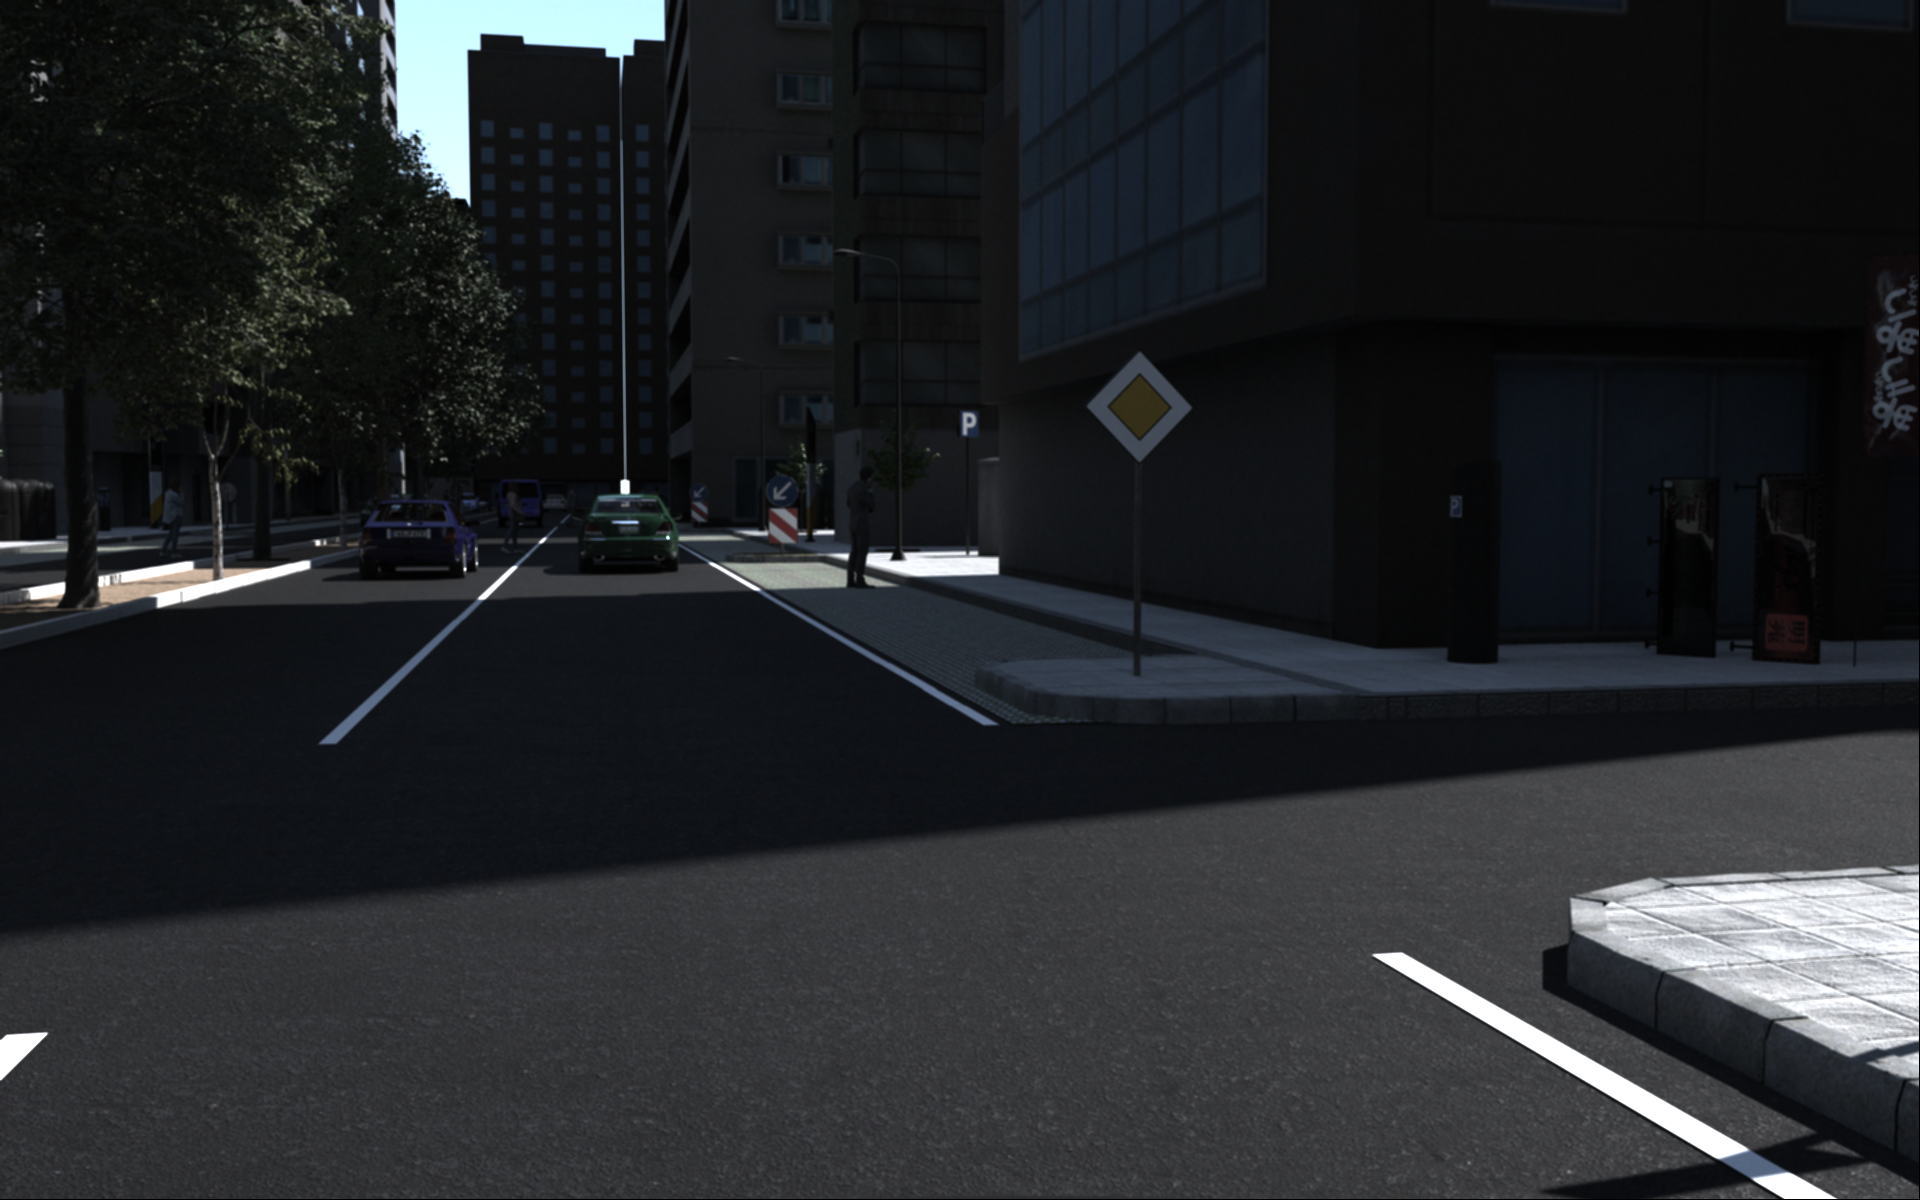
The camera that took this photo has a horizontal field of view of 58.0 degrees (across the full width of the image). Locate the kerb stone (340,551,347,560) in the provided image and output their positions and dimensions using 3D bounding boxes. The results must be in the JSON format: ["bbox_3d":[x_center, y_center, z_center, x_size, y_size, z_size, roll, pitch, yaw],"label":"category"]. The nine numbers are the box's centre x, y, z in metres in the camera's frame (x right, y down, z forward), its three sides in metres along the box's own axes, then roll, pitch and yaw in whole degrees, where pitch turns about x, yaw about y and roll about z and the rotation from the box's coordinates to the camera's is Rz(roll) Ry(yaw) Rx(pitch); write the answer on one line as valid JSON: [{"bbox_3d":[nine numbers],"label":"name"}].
[{"bbox_3d":[-13.451,-0.932,37.441,0.120,0.150,1.000,-1,4,-12],"label":"kerb stone"}]

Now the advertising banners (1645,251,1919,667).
[{"bbox_3d":[6.271,-1.036,13.129,2.074,3.025,0.090,3,5,44],"label":"advertising banners"}]

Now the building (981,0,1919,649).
[{"bbox_3d":[8.648,-22.669,20.745,14.200,45.320,14.600,-1,4,-12],"label":"building"}]

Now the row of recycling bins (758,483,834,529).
[{"bbox_3d":[-5.728,-3.445,63.432,3.534,1.692,1.069,1,4,15],"label":"row of recycling bins"}]

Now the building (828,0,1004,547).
[{"bbox_3d":[3.044,-16.977,49.284,14.160,30.474,14.107,-1,4,-12],"label":"building"}]

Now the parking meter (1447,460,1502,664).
[{"bbox_3d":[3.926,-0.294,13.222,0.372,1.533,0.369,0,3,0],"label":"parking meter"}]

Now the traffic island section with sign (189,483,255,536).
[{"bbox_3d":[-25.233,-3.113,59.527,1.989,1.847,2.006,-1,4,-12],"label":"traffic island section with sign"}]

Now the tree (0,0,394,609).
[{"bbox_3d":[-11.196,-6.186,21.722,7.486,12.596,7.792,0,3,0],"label":"tree"}]

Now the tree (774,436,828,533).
[{"bbox_3d":[-5.429,-3.862,57.747,1.663,3.219,1.824,0,3,0],"label":"tree"}]

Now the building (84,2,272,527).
[{"bbox_3d":[-36.722,-18.223,69.653,14.160,30.474,14.107,-1,4,-12],"label":"building"}]

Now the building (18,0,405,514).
[{"bbox_3d":[-60.807,-36.637,141.014,28.212,58.520,21.231,-1,4,-12],"label":"building"}]

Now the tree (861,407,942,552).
[{"bbox_3d":[-1.465,-2.693,38.639,1.663,3.219,1.824,0,3,0],"label":"tree"}]

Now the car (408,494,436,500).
[{"bbox_3d":[-31.352,-5.544,100.865,2.015,1.641,3.980,-1,4,-10],"label":"car"}]

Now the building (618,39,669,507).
[{"bbox_3d":[-26.770,-32.130,175.437,14.200,45.320,14.600,-1,4,-12],"label":"building"}]

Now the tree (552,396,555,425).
[{"bbox_3d":[-19.500,-8.719,62.026,9.611,12.733,9.660,0,3,0],"label":"tree"}]

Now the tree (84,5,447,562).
[{"bbox_3d":[-14.801,-6.630,36.616,9.928,11.665,9.643,0,3,0],"label":"tree"}]

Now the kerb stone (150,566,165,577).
[{"bbox_3d":[-14.008,-0.477,29.996,0.120,0.150,1.000,-1,4,-12],"label":"kerb stone"}]

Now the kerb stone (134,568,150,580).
[{"bbox_3d":[-13.795,-0.415,28.996,0.120,0.150,1.000,-1,4,-12],"label":"kerb stone"}]

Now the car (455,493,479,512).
[{"bbox_3d":[-39.687,-7.945,139.490,1.945,1.707,3.694,-1,4,-12],"label":"car"}]

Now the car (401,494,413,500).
[{"bbox_3d":[-38.174,-6.753,119.215,1.959,1.807,4.718,-1,4,-13],"label":"car"}]

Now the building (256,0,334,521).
[{"bbox_3d":[-45.840,-28.529,90.158,21.300,48.544,21.600,-1,4,-12],"label":"building"}]

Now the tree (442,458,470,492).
[{"bbox_3d":[-21.287,-7.118,69.194,4.737,8.622,4.395,0,3,0],"label":"tree"}]

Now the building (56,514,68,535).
[{"bbox_3d":[-36.115,-30.408,39.172,21.231,58.520,28.212,-1,4,-12],"label":"building"}]

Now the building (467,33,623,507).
[{"bbox_3d":[-41.133,-32.008,173.434,14.200,45.320,14.600,-1,4,-12],"label":"building"}]

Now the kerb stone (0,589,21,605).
[{"bbox_3d":[-12.511,-0.047,22.963,0.120,0.150,1.000,-1,4,-12],"label":"kerb stone"}]

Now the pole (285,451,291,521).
[{"bbox_3d":[-31.951,-5.411,82.313,0.158,3.312,0.155,0,3,0],"label":"pole"}]

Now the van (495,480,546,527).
[{"bbox_3d":[-19.438,-4.418,76.619,2.240,2.365,5.245,-1,4,-14],"label":"van"}]

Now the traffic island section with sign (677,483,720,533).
[{"bbox_3d":[-9.866,-3.417,64.499,1.989,1.847,2.006,-1,4,-12],"label":"traffic island section with sign"}]

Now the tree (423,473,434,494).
[{"bbox_3d":[-48.714,-9.970,157.606,1.663,3.219,1.824,0,3,0],"label":"tree"}]

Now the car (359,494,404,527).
[{"bbox_3d":[-25.747,-4.028,77.660,2.131,1.459,4.920,-1,4,-12],"label":"car"}]

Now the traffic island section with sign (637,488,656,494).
[{"bbox_3d":[-25.566,-7.936,138.380,1.989,1.847,2.006,-1,4,-12],"label":"traffic island section with sign"}]

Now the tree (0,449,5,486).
[{"bbox_3d":[-33.800,-4.048,60.781,1.663,3.219,1.824,0,3,0],"label":"tree"}]

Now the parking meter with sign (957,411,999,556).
[{"bbox_3d":[0.730,-2.422,35.856,0.543,3.016,1.738,-3,5,-43],"label":"parking meter with sign"}]

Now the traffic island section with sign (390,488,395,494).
[{"bbox_3d":[-35.686,-6.122,108.716,1.989,1.847,2.006,-1,4,-12],"label":"traffic island section with sign"}]

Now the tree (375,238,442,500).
[{"bbox_3d":[-15.994,-5.620,44.713,4.737,8.622,4.395,0,3,0],"label":"tree"}]

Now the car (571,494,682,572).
[{"bbox_3d":[-6.386,-1.314,33.280,2.131,1.459,4.920,-1,4,-11],"label":"car"}]

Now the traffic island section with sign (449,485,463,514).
[{"bbox_3d":[-24.274,-4.597,83.290,2.006,1.907,1.989,-1,4,-12],"label":"traffic island section with sign"}]

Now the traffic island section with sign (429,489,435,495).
[{"bbox_3d":[-41.374,-7.757,135.450,1.989,1.847,2.006,-1,4,-12],"label":"traffic island section with sign"}]

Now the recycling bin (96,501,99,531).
[{"bbox_3d":[-30.537,-2.971,61.131,0.722,1.027,0.722,-1,4,-17],"label":"recycling bin"}]

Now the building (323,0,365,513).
[{"bbox_3d":[-52.207,-30.321,115.352,23.786,49.044,30.456,-1,4,-12],"label":"building"}]

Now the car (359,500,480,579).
[{"bbox_3d":[-9.534,-1.106,30.665,1.945,1.354,3.894,-1,4,-11],"label":"car"}]

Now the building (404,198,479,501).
[{"bbox_3d":[-54.768,-24.359,169.966,14.107,30.474,14.160,-1,4,-12],"label":"building"}]

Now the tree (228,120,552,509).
[{"bbox_3d":[-17.567,-8.131,52.413,9.611,12.733,9.660,0,3,0],"label":"tree"}]

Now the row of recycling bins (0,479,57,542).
[{"bbox_3d":[-26.120,-2.518,48.276,1.069,1.692,3.534,-1,4,-9],"label":"row of recycling bins"}]

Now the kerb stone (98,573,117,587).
[{"bbox_3d":[-13.376,-0.291,26.983,0.120,0.150,1.000,-1,4,-12],"label":"kerb stone"}]

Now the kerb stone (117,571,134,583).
[{"bbox_3d":[-13.578,-0.353,27.990,0.120,0.150,1.000,-1,4,-12],"label":"kerb stone"}]

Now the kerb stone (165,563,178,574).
[{"bbox_3d":[-14.221,-0.534,30.999,0.120,0.150,1.000,-1,4,-12],"label":"kerb stone"}]

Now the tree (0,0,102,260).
[{"bbox_3d":[-9.970,-3.829,15.430,4.360,8.622,3.978,0,3,0],"label":"tree"}]

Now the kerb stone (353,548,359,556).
[{"bbox_3d":[-13.878,-1.055,39.440,0.120,0.150,1.000,-1,4,-12],"label":"kerb stone"}]

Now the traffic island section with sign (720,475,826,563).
[{"bbox_3d":[-3.953,-1.720,36.756,1.989,1.847,2.006,-1,4,-12],"label":"traffic island section with sign"}]

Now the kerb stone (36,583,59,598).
[{"bbox_3d":[-12.724,-0.104,23.964,0.120,0.150,1.000,-1,4,-12],"label":"kerb stone"}]

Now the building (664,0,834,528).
[{"bbox_3d":[-1.848,-27.701,76.620,21.300,48.544,21.600,-1,4,-12],"label":"building"}]

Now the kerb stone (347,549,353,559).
[{"bbox_3d":[-13.661,-0.987,38.441,0.120,0.150,1.000,-1,4,-12],"label":"kerb stone"}]

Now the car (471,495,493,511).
[{"bbox_3d":[-40.738,-8.255,147.548,1.945,1.354,3.894,-1,4,-13],"label":"car"}]

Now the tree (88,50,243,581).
[{"bbox_3d":[-12.107,-4.598,27.996,4.737,8.622,4.395,0,3,0],"label":"tree"}]

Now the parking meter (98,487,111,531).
[{"bbox_3d":[-29.666,-3.157,60.030,0.372,1.533,0.369,0,3,0],"label":"parking meter"}]

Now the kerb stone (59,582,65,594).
[{"bbox_3d":[-12.944,-0.164,24.971,0.120,0.150,1.000,-1,4,-12],"label":"kerb stone"}]

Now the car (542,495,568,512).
[{"bbox_3d":[-32.212,-7.678,137.902,2.083,1.381,4.827,-1,4,-10],"label":"car"}]
